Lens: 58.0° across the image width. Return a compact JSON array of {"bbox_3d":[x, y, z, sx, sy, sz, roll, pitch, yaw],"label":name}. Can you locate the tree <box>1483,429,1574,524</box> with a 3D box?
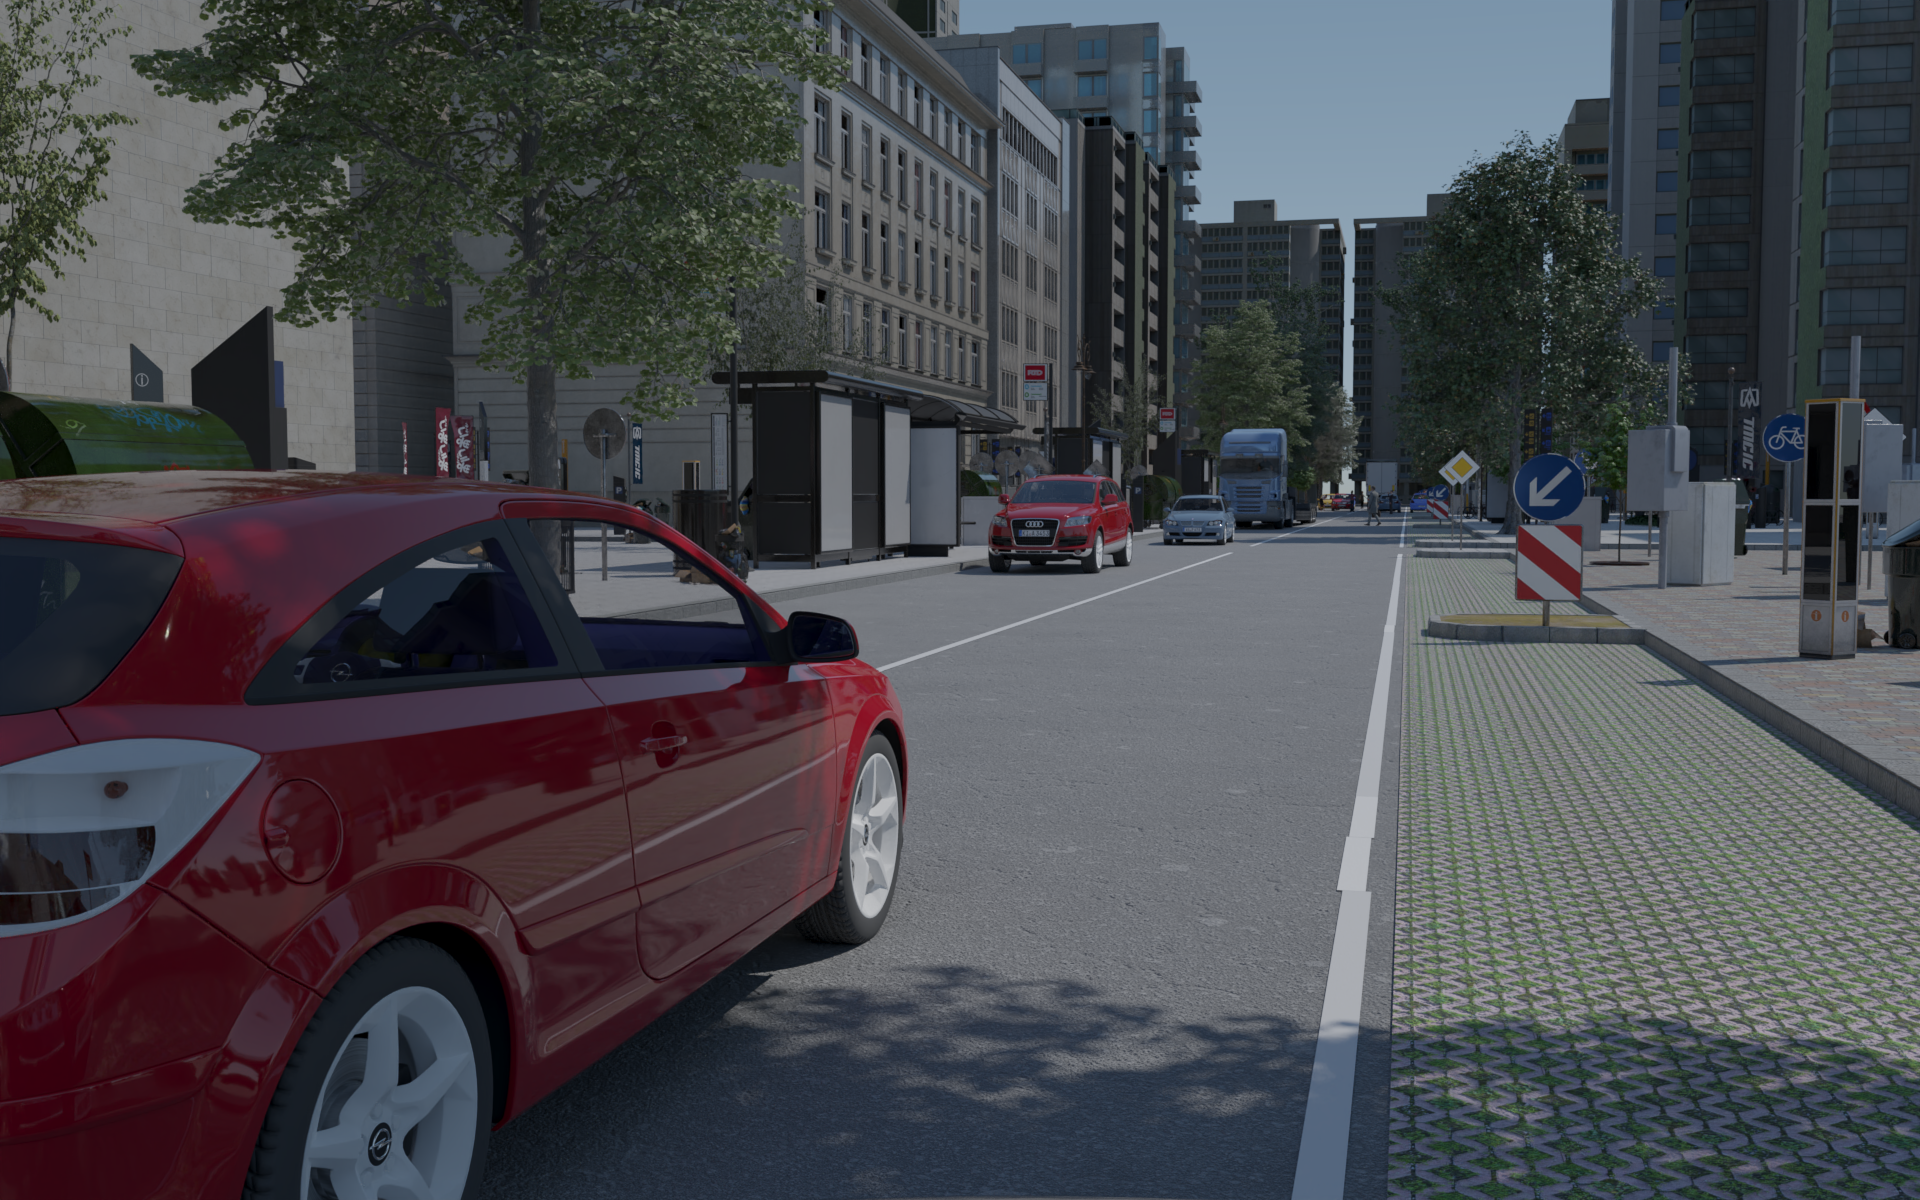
[{"bbox_3d":[20.854,-4.901,63.841,4.285,4.588,4.351,0,3,0],"label":"tree"}]

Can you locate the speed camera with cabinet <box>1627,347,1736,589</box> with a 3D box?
[{"bbox_3d":[10.025,-1.816,24.027,2.038,3.252,0.660,-3,5,-40],"label":"speed camera with cabinet"}]

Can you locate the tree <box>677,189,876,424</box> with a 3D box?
[{"bbox_3d":[-4.755,-5.585,41.676,4.360,8.622,3.978,0,3,0],"label":"tree"}]

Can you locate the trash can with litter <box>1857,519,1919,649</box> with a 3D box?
[{"bbox_3d":[7.764,-0.187,14.438,1.055,1.170,0.624,1,4,12],"label":"trash can with litter"}]

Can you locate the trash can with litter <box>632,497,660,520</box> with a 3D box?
[{"bbox_3d":[-8.379,-2.041,44.756,0.624,1.170,1.055,-3,5,-41],"label":"trash can with litter"}]

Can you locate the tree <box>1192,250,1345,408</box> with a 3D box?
[{"bbox_3d":[24.081,-17.206,137.215,12.611,20.169,13.585,0,3,0],"label":"tree"}]

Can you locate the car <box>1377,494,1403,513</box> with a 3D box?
[{"bbox_3d":[33.029,-7.415,133.240,2.014,1.417,4.499,1,4,15],"label":"car"}]

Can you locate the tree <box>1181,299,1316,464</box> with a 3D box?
[{"bbox_3d":[16.797,-11.173,100.804,7.486,12.596,7.792,0,3,0],"label":"tree"}]

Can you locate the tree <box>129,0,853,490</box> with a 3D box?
[{"bbox_3d":[-4.892,-6.179,19.162,7.486,12.596,7.792,0,3,0],"label":"tree"}]

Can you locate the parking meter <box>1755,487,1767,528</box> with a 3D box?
[{"bbox_3d":[30.073,-3.464,65.041,0.372,1.533,0.369,0,3,0],"label":"parking meter"}]

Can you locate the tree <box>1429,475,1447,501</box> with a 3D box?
[{"bbox_3d":[50.237,-11.955,179.181,4.285,4.588,4.351,0,3,0],"label":"tree"}]

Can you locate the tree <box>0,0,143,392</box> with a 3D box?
[{"bbox_3d":[-12.693,-4.400,22.309,4.737,8.622,4.395,0,3,0],"label":"tree"}]

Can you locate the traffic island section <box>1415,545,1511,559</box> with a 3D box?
[{"bbox_3d":[11.462,-1.058,39.572,2.009,0.180,2.903,1,4,14],"label":"traffic island section"}]

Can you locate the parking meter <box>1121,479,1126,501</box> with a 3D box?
[{"bbox_3d":[6.324,-3.786,67.619,0.255,1.863,0.399,-1,4,-13],"label":"parking meter"}]

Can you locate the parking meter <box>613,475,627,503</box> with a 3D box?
[{"bbox_3d":[-10.673,-2.979,54.416,0.399,1.863,0.255,0,3,0],"label":"parking meter"}]

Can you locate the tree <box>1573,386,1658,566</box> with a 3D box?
[{"bbox_3d":[11.876,-2.251,31.409,1.663,3.219,1.824,0,3,0],"label":"tree"}]

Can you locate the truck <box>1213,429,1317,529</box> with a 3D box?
[{"bbox_3d":[13.927,-5.349,77.214,2.967,4.110,18.799,1,4,16],"label":"truck"}]

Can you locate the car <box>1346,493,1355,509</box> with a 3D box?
[{"bbox_3d":[36.621,-9.484,164.651,1.945,1.707,3.694,1,4,16],"label":"car"}]

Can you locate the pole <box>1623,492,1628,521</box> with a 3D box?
[{"bbox_3d":[31.921,-5.455,83.036,0.158,3.312,0.155,0,3,0],"label":"pole"}]

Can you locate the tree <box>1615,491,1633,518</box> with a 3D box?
[{"bbox_3d":[36.220,-6.711,93.432,4.285,4.588,4.351,0,3,0],"label":"tree"}]

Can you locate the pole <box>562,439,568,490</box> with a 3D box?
[{"bbox_3d":[-14.685,-4.317,64.420,0.158,3.312,0.155,0,3,0],"label":"pole"}]

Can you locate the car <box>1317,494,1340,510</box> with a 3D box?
[{"bbox_3d":[32.505,-8.702,152.503,2.015,1.641,3.980,1,4,16],"label":"car"}]

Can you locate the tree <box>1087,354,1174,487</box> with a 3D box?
[{"bbox_3d":[8.929,-8.566,90.424,4.360,8.622,3.978,0,3,0],"label":"tree"}]

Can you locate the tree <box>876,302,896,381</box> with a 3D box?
[{"bbox_3d":[-4.268,-6.286,53.143,4.360,8.622,3.978,0,3,0],"label":"tree"}]

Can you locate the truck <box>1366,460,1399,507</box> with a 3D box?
[{"bbox_3d":[35.688,-9.637,146.483,2.839,4.237,11.283,1,4,14],"label":"truck"}]

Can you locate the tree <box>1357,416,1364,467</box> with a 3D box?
[{"bbox_3d":[39.659,-17.347,190.272,9.857,13.997,8.962,0,3,0],"label":"tree"}]

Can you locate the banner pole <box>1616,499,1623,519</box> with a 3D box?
[{"bbox_3d":[34.729,-6.157,90.677,0.863,3.779,0.401,-3,5,-45],"label":"banner pole"}]

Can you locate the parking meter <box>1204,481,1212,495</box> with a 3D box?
[{"bbox_3d":[11.269,-4.468,78.769,0.255,1.863,0.399,2,4,34],"label":"parking meter"}]

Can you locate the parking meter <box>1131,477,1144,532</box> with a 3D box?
[{"bbox_3d":[5.966,-3.213,58.248,0.399,1.863,0.255,0,4,5],"label":"parking meter"}]

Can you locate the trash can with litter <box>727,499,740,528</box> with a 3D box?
[{"bbox_3d":[-7.357,-2.702,55.559,0.624,1.170,1.055,3,5,41],"label":"trash can with litter"}]

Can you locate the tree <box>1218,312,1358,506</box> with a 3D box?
[{"bbox_3d":[22.032,-13.216,122.743,9.857,13.997,8.962,0,3,0],"label":"tree"}]

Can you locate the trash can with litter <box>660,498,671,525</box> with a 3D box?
[{"bbox_3d":[-10.206,-3.025,60.848,1.055,1.170,0.624,0,4,2],"label":"trash can with litter"}]

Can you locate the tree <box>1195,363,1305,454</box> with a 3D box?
[{"bbox_3d":[18.618,-10.779,110.643,7.601,10.594,8.767,-1,4,-20],"label":"tree"}]

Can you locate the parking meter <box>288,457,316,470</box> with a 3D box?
[{"bbox_3d":[-10.465,-1.340,27.621,0.255,1.863,0.399,3,5,40],"label":"parking meter"}]

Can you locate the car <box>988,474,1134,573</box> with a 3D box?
[{"bbox_3d":[2.000,-1.495,33.113,2.281,1.827,5.304,1,4,15],"label":"car"}]

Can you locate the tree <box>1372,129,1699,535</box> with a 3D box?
[{"bbox_3d":[17.726,-8.433,54.894,9.611,12.733,9.660,0,3,0],"label":"tree"}]

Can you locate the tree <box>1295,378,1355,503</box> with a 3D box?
[{"bbox_3d":[35.495,-16.361,177.876,12.009,13.543,11.850,0,3,0],"label":"tree"}]

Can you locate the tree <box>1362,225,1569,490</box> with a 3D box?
[{"bbox_3d":[30.810,-15.247,105.185,12.611,20.169,13.585,0,3,0],"label":"tree"}]

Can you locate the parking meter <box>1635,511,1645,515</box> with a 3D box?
[{"bbox_3d":[28.689,-3.953,73.039,0.372,1.533,0.369,0,3,0],"label":"parking meter"}]

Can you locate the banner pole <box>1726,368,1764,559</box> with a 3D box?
[{"bbox_3d":[15.400,-2.701,34.184,0.401,3.779,0.863,-3,4,-37],"label":"banner pole"}]

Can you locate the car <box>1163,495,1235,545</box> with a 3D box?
[{"bbox_3d":[6.945,-2.327,50.054,2.014,1.417,4.499,1,4,14],"label":"car"}]

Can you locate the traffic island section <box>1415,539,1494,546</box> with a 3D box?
[{"bbox_3d":[13.464,-1.530,47.303,2.009,0.180,2.903,1,4,14],"label":"traffic island section"}]

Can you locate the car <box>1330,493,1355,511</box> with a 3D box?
[{"bbox_3d":[32.321,-8.396,146.314,2.155,1.783,4.494,1,4,14],"label":"car"}]

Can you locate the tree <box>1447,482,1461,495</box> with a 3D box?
[{"bbox_3d":[41.647,-9.141,144.058,1.663,3.219,1.824,0,3,0],"label":"tree"}]

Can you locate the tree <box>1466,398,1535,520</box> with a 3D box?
[{"bbox_3d":[25.656,-8.201,84.455,4.737,8.622,4.395,0,3,0],"label":"tree"}]

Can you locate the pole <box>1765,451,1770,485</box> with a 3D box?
[{"bbox_3d":[37.754,-5.331,81.000,0.158,3.312,0.155,0,3,0],"label":"pole"}]

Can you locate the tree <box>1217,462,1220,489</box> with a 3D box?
[{"bbox_3d":[14.302,-5.978,92.344,1.663,3.219,1.824,0,3,0],"label":"tree"}]

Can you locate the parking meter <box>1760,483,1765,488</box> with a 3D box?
[{"bbox_3d":[41.592,-5.128,89.558,0.399,1.863,0.255,3,5,43],"label":"parking meter"}]

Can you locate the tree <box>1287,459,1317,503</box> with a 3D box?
[{"bbox_3d":[31.252,-10.742,159.352,4.285,4.588,4.351,0,3,0],"label":"tree"}]

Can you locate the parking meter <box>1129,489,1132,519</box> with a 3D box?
[{"bbox_3d":[8.159,-4.525,82.391,0.372,1.533,0.369,0,3,0],"label":"parking meter"}]

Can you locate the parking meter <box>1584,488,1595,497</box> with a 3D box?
[{"bbox_3d":[23.599,-3.457,64.931,0.372,1.533,0.369,0,3,0],"label":"parking meter"}]

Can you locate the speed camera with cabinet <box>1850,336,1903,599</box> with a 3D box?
[{"bbox_3d":[11.535,-1.639,21.138,0.660,3.252,2.038,-1,4,-12],"label":"speed camera with cabinet"}]

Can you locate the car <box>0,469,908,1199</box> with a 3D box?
[{"bbox_3d":[-1.437,0.278,4.496,2.155,1.783,4.494,1,4,14],"label":"car"}]

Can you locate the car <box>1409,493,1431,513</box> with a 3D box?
[{"bbox_3d":[35.004,-7.445,131.319,1.945,1.707,3.694,1,4,15],"label":"car"}]
